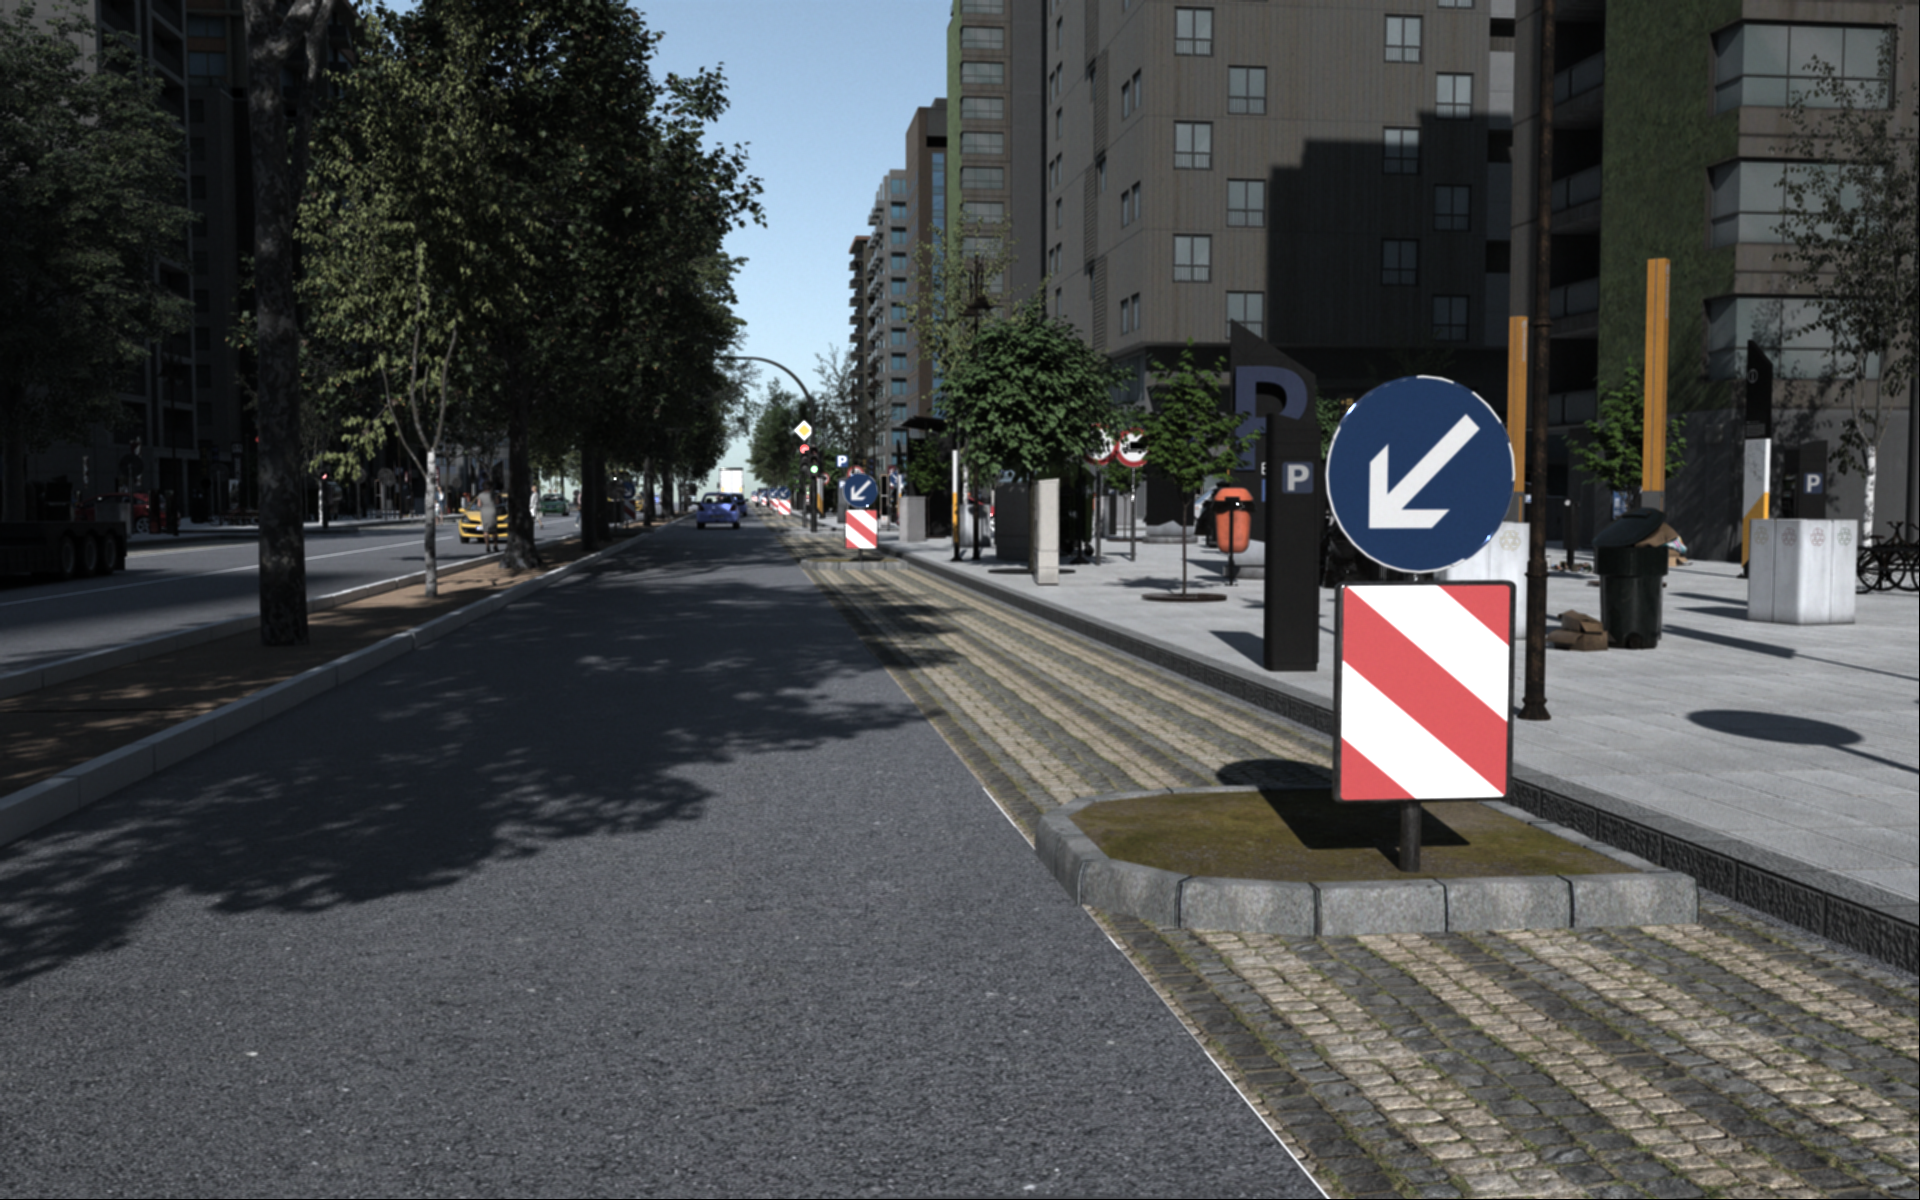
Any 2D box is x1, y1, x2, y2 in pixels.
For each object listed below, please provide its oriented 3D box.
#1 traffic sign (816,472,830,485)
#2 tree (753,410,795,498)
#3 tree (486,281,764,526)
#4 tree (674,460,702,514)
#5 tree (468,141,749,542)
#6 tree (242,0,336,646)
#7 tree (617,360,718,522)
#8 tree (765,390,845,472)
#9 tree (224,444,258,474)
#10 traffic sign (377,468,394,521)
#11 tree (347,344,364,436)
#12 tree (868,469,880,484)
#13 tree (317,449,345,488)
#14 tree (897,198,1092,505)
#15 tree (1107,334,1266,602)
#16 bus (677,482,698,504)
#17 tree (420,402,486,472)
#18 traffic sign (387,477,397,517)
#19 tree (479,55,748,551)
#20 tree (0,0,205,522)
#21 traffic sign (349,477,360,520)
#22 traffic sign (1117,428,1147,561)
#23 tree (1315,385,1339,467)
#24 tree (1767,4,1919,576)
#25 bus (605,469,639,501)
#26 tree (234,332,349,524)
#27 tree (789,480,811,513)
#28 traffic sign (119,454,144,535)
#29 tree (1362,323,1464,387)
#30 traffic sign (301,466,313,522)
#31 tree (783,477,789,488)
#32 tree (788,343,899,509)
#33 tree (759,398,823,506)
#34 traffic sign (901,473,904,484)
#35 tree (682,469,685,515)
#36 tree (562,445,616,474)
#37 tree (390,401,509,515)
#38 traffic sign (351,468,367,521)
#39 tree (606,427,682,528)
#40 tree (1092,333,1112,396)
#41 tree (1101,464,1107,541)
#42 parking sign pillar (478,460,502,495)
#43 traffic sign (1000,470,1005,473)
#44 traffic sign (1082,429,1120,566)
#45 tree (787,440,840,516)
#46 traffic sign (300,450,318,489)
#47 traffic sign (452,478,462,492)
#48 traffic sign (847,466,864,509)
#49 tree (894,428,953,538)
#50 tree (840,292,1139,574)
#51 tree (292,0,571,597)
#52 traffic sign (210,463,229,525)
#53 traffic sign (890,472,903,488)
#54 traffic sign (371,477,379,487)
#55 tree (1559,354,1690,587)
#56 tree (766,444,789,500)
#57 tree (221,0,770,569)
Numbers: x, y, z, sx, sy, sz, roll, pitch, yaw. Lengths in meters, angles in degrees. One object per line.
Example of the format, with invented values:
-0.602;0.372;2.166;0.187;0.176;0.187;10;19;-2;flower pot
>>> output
-7.874;-6.090;99.676;0.768;2.556;0.104;0;4;-4;traffic sign
-25.380;-19.239;232.691;7.486;12.596;7.792;0;3;0;tree
-13.916;-10.009;76.479;12.009;13.543;11.850;0;3;0;tree
-20.374;-10.583;125.853;4.360;8.622;3.978;0;3;0;tree
-10.735;-8.699;51.338;9.857;13.997;8.962;0;3;0;tree
-5.081;-9.587;15.093;12.611;20.169;13.585;0;3;0;tree
-15.799;-9.780;88.116;9.928;11.665;9.643;0;3;0;tree
-13.924;-13.454;154.393;7.601;10.594;8.767;1;4;12;tree
-46.896;-7.926;113.311;4.285;4.588;4.351;0;3;0;tree
-27.773;-5.116;83.747;0.768;2.556;0.104;0;4;-4;traffic sign
-27.465;-7.579;74.282;4.360;8.622;3.978;0;3;0;tree
-5.880;-7.491;117.081;1.663;3.219;1.824;0;3;0;tree
-43.950;-8.356;120.330;4.285;4.588;4.351;0;3;0;tree
0.352;-5.746;44.314;4.737;8.622;4.395;0;3;0;tree
2.862;-1.612;20.957;1.663;3.219;1.824;0;3;0;tree
-40.063;-15.877;254.455;2.948;3.499;13.247;-1;4;-9;bus
-33.978;-13.106;124.649;12.009;13.543;11.850;0;3;0;tree
-31.323;-5.748;95.167;0.795;2.450;0.064;0;4;-3;traffic sign
-9.169;-7.472;42.754;7.486;12.596;7.792;0;3;0;tree
-24.264;-8.390;43.838;9.857;13.997;8.962;0;3;0;tree
-30.059;-5.273;86.322;0.768;2.556;0.104;0;4;-3;traffic sign
3.302;-2.011;32.990;0.768;2.556;0.104;0;4;-2;traffic sign
10.186;-4.053;49.973;4.285;4.588;4.351;0;3;0;tree
14.549;-4.696;27.135;4.360;8.622;3.978;0;3;0;tree
-33.481;-10.993;171.277;2.896;3.916;12.252;0;4;-7;bus
-26.393;-7.211;68.259;4.360;8.622;3.978;0;3;0;tree
-10.605;-7.705;120.575;1.663;3.219;1.824;0;3;0;tree
-26.052;-3.325;54.476;0.768;2.556;0.104;0;4;-4;traffic sign
19.382;-7.555;73.890;4.737;8.622;4.395;0;3;0;tree
-29.711;-4.806;78.681;0.768;2.556;0.104;0;4;-1;traffic sign
-16.862;-11.059;175.414;1.663;3.219;1.824;0;3;0;tree
-5.349;-8.188;84.232;4.360;8.622;3.978;0;3;0;tree
-17.928;-15.879;185.372;9.928;11.665;9.643;0;3;0;tree
-3.651;-6.224;101.876;0.768;2.556;0.104;0;4;-3;traffic sign
-18.124;-9.354;105.751;4.737;8.622;4.395;0;3;0;tree
-42.564;-16.108;197.780;8.767;10.594;7.601;-1;4;-17;tree
-30.568;-10.356;103.734;7.601;10.594;8.767;-1;4;-9;tree
-28.767;-5.062;82.864;0.768;2.556;0.104;0;4;-2;traffic sign
-13.328;-7.026;67.690;4.737;8.622;4.395;0;3;0;tree
5.180;-7.920;79.858;4.737;8.622;4.395;0;3;0;tree
4.447;-3.223;47.293;1.663;3.219;1.824;0;3;0;tree
-36.618;-8.909;134.141;1.447;3.967;1.447;0;4;4;parking sign pillar
1.642;-3.438;56.317;0.768;2.556;0.104;0;4;-4;traffic sign
2.480;-1.890;31.014;0.768;2.556;0.104;0;4;1;traffic sign
-7.497;-7.289;102.892;4.285;4.588;4.351;0;3;0;tree
-31.020;-5.303;80.584;2.265;3.308;0.079;0;4;0;traffic sign
-39.457;-8.307;135.921;0.768;2.556;0.104;0;4;-2;traffic sign
-4.672;-4.741;77.626;0.768;2.556;0.104;0;4;-3;traffic sign
-0.823;-3.417;50.468;1.663;3.219;1.824;0;3;0;tree
1.114;-2.729;28.340;4.285;4.588;4.351;0;3;0;tree
-7.398;-4.352;23.978;4.737;8.622;4.395;0;3;0;tree
-30.614;-4.373;71.608;0.768;2.556;0.104;0;4;-6;traffic sign
-3.617;-6.018;98.497;0.768;2.556;0.104;0;4;1;traffic sign
-35.644;-6.335;105.712;0.606;2.300;0.079;0;4;1;traffic sign
9.158;-1.800;24.037;1.663;3.219;1.824;0;3;0;tree
-19.601;-15.004;195.674;4.360;8.622;3.978;0;3;0;tree
-8.486;-6.946;33.039;9.611;12.733;9.660;0;3;0;tree
